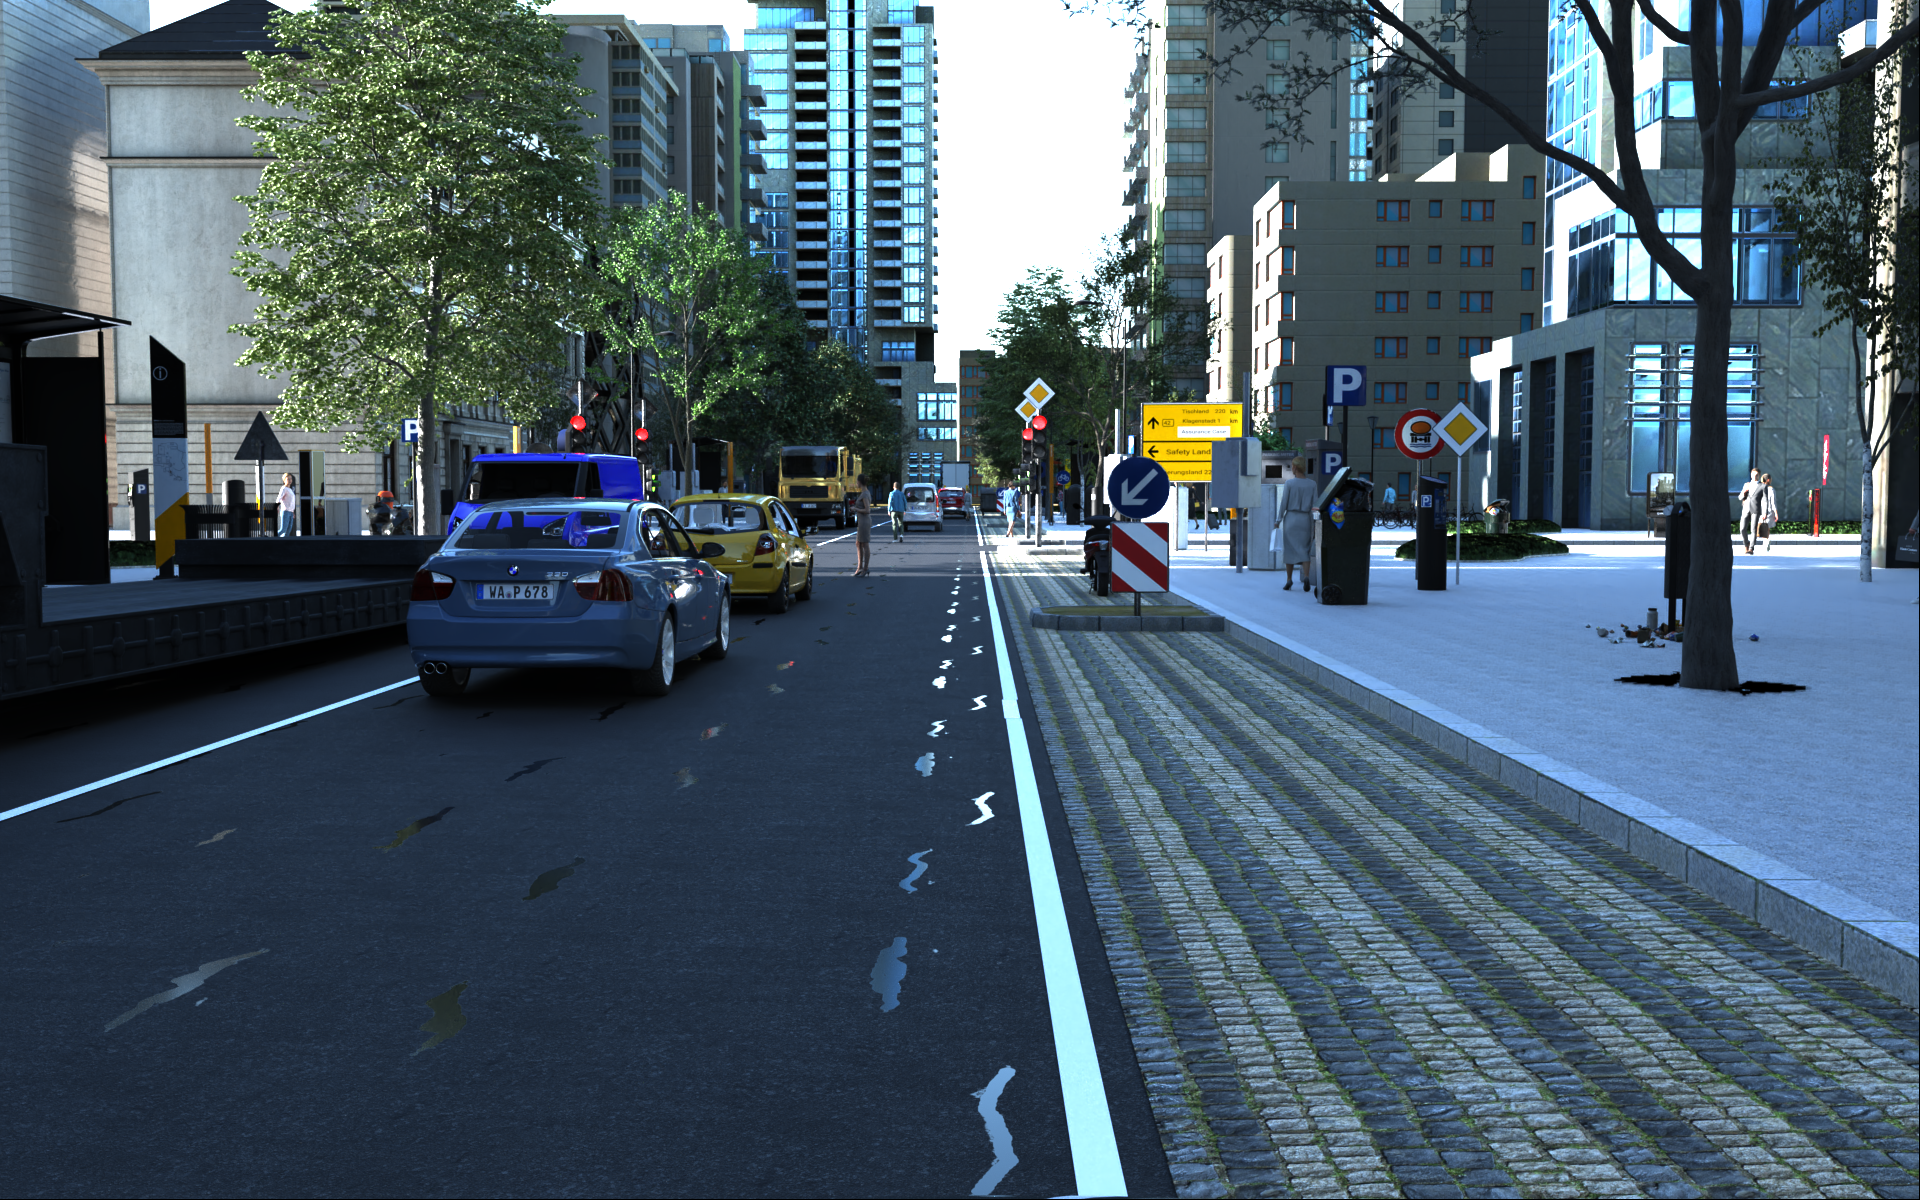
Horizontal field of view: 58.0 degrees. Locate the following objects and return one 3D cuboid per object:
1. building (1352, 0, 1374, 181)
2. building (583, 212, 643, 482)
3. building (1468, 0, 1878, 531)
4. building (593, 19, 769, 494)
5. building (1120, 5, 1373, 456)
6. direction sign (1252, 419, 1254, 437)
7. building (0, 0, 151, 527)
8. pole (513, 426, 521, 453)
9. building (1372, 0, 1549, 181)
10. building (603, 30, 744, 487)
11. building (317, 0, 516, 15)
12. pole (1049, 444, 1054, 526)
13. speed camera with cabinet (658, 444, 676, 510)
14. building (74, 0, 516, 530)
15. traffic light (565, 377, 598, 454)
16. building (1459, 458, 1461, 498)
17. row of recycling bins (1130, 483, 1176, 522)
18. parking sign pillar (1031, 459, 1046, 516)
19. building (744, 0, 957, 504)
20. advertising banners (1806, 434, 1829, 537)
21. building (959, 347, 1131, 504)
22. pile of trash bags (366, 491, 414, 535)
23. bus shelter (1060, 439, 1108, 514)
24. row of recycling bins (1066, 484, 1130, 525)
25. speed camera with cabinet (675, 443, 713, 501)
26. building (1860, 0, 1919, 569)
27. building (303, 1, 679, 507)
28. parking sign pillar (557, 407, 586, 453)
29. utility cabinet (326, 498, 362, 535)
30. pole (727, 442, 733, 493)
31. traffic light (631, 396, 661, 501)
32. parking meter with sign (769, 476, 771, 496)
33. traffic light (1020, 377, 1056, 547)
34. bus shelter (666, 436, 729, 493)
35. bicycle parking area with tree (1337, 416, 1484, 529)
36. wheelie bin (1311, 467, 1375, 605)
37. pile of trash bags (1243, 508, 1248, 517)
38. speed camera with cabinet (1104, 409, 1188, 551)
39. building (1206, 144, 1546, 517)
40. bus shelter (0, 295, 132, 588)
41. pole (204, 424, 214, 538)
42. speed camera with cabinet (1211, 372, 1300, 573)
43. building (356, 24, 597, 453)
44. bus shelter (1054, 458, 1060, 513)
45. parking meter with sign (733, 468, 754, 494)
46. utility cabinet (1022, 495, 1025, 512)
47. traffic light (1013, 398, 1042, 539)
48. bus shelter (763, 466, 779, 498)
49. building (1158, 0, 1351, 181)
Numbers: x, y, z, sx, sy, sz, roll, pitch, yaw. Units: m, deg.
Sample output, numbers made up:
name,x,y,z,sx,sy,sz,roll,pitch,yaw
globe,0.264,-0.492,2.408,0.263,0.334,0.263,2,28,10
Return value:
name,x,y,z,sx,sy,sz,roll,pitch,yaw
building,44.328,-55.983,227.998,31.000,86.520,22.319,0,4,0
building,-28.581,-14.700,107.794,16.820,18.784,16.811,0,4,0
building,37.986,-46.259,69.011,31.000,86.520,22.319,0,4,0
building,-35.497,-34.161,178.136,30.456,49.044,23.786,0,4,0
building,27.894,-33.902,173.914,23.786,49.044,30.456,0,4,0
direction sign,8.598,-3.681,52.177,0.379,3.537,0.876,3,4,39
building,-47.792,-17.619,65.569,29.804,29.767,11.434,0,4,0
pole,-13.350,-3.574,52.277,0.158,3.312,0.155,0,3,0
building,53.162,-45.280,178.572,20.611,71.187,20.563,0,4,0
building,-27.474,-28.871,155.631,14.154,41.232,14.086,0,4,0
building,-70.947,-48.334,228.506,20.611,71.187,20.563,0,4,0
pole,3.725,-4.691,70.540,0.158,3.312,0.155,0,3,0
speed camera with cabinet,-11.508,-4.570,69.061,0.660,3.252,2.038,0,4,6
building,-25.161,-12.540,69.652,10.561,19.102,19.286,0,4,0
traffic light,-9.083,-3.229,41.708,0.839,4.253,0.868,0,4,0
building,66.855,-27.760,225.572,14.107,30.474,14.160,0,4,0
row of recycling bins,6.699,-3.091,57.645,1.069,1.692,3.534,1,4,19
parking sign pillar,4.755,-6.968,102.390,1.447,3.967,1.447,0,4,7
building,-15.908,-55.974,227.851,31.000,86.520,22.319,0,4,0
advertising banners,25.546,-3.387,51.567,0.090,3.025,2.074,1,4,13
building,14.399,-23.733,233.068,28.899,21.520,27.650,0,4,0
pile of trash bags,-16.402,-2.502,50.665,1.912,1.369,3.447,-2,4,-35
bus shelter,5.612,-5.272,77.478,1.731,3.624,6.357,0,4,1
row of recycling bins,6.041,-3.946,71.623,3.534,1.692,1.069,2,4,26
speed camera with cabinet,-10.332,-4.498,67.876,0.660,3.252,2.038,1,4,14
building,26.526,-24.156,18.653,21.300,48.544,21.600,0,4,0
building,-36.319,-27.205,136.689,32.217,40.220,23.993,0,4,0
parking sign pillar,-11.514,-3.848,51.386,1.447,3.967,1.447,1,4,9
utility cabinet,-10.689,-1.134,29.704,1.020,1.237,0.306,2,4,35
pole,-9.002,-4.531,67.919,0.158,3.312,0.155,0,3,0
traffic light,-9.028,-3.717,49.693,0.839,4.253,0.868,0,4,0
parking meter with sign,-9.602,-6.043,95.062,1.738,3.016,0.543,-1,4,-9
traffic light,1.878,-3.225,41.649,0.839,4.253,0.868,0,4,0
bus shelter,-11.055,-5.020,73.359,1.731,3.624,6.357,0,4,0
bicycle parking area with tree,15.365,-4.858,66.429,9.016,4.147,8.231,1,4,14
wheelie bin,4.494,-0.757,20.277,0.693,1.594,0.980,0,4,4
pile of trash bags,6.254,-1.430,33.136,1.912,1.369,3.447,0,4,-3
speed camera with cabinet,4.306,-2.798,40.081,2.038,3.252,0.660,3,5,42
building,31.511,-16.226,110.327,27.650,21.520,28.899,0,4,0
bus shelter,-12.156,-1.793,20.606,1.731,3.624,6.357,0,4,1
pole,-21.778,-3.449,50.229,0.158,3.312,0.155,0,3,0
speed camera with cabinet,4.987,-2.110,28.841,0.660,3.252,2.038,3,5,43
building,-26.255,-15.916,89.104,11.050,23.489,19.941,0,4,0
bus shelter,7.227,-7.640,116.202,1.731,3.624,6.357,0,4,1
parking meter with sign,-12.072,-6.018,94.660,1.738,3.016,0.543,1,4,16
utility cabinet,4.572,-6.818,122.633,0.306,1.237,1.020,1,4,11
traffic light,1.933,-3.713,49.634,0.839,4.253,0.868,0,4,0
bus shelter,-12.001,-7.551,114.735,1.731,3.624,6.357,0,4,1
building,22.426,-27.739,137.132,14.154,41.232,14.086,0,4,0
